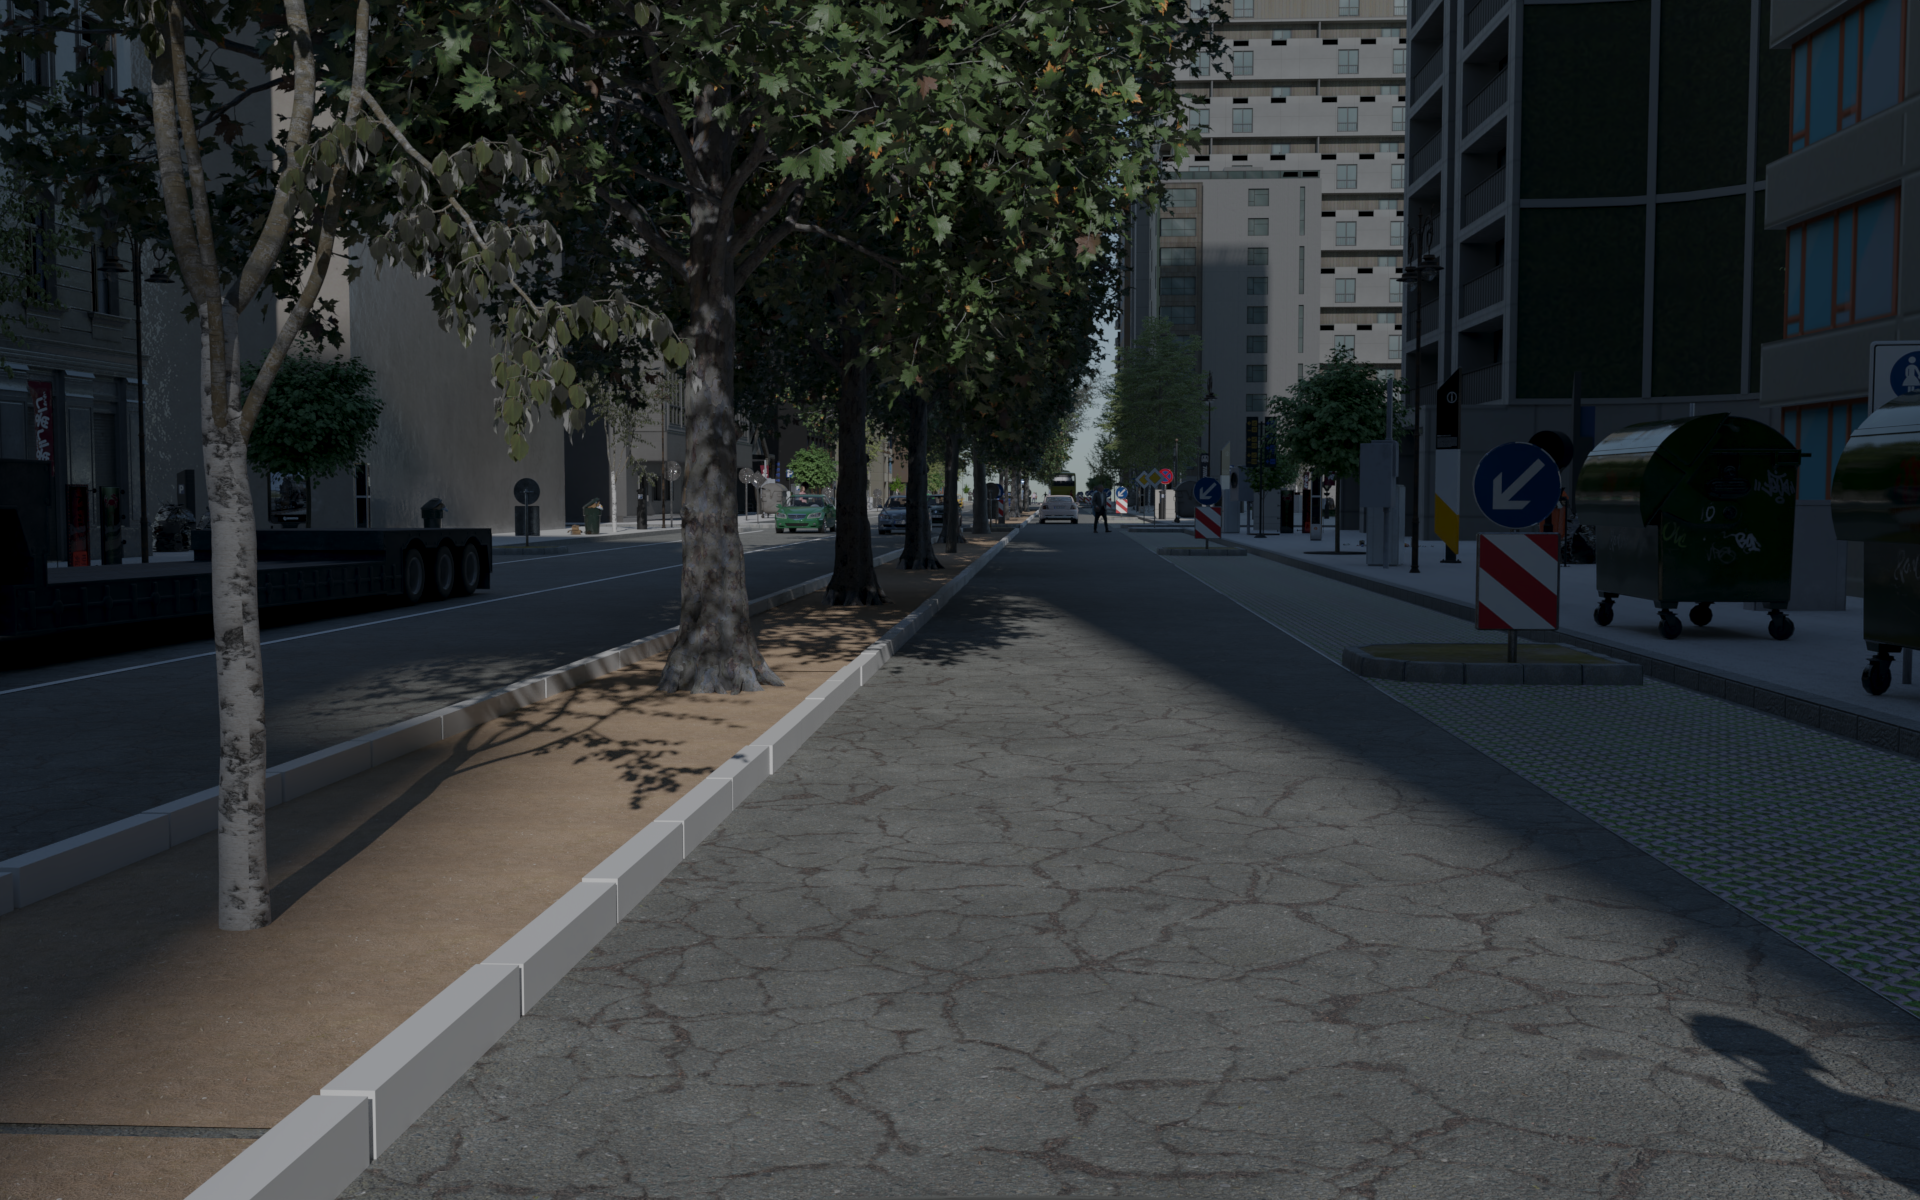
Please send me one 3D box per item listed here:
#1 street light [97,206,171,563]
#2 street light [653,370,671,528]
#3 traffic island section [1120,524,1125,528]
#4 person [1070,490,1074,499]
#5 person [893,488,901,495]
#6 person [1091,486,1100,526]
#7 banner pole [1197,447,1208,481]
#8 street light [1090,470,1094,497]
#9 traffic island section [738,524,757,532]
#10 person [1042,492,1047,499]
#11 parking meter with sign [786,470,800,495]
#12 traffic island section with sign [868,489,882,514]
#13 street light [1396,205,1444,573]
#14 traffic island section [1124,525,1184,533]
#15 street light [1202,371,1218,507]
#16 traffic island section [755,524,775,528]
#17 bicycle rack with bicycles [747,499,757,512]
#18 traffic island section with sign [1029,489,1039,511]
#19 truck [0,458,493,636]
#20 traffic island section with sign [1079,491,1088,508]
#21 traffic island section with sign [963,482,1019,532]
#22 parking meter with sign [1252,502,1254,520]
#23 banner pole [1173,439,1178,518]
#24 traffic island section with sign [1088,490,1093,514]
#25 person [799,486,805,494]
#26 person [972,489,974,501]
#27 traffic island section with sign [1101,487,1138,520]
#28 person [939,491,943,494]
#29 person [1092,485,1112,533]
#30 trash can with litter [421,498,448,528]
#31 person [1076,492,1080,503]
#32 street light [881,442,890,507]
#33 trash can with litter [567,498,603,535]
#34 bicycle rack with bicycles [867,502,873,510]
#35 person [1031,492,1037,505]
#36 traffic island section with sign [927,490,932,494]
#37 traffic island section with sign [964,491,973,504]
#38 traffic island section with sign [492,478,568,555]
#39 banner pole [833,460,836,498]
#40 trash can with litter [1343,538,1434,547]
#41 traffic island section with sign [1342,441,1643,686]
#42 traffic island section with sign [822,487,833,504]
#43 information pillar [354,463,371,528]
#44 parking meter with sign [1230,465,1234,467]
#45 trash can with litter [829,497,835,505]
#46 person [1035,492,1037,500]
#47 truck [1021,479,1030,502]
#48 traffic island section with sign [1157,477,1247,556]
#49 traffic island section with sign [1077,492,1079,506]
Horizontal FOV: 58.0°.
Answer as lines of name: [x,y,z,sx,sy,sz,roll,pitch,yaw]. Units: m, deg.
street light: [-13.334,-3.388,28.175,0.468,5.910,1.993,0,4,3]
street light: [-11.111,-5.627,64.788,0.468,5.910,1.993,0,4,3]
traffic island section: [7.820,-3.127,73.409,2.009,0.180,2.903,0,4,3]
person: [10.660,-9.591,165.246,0.705,1.831,1.348,1,4,12]
person: [-5.135,-8.152,141.153,0.474,1.900,0.648,2,4,31]
person: [6.032,-4.166,76.872,0.793,1.790,0.793,-1,4,-18]
banner pole: [12.983,-6.292,92.895,0.863,3.779,0.401,2,4,24]
street light: [23.162,-20.460,307.301,0.468,5.910,1.993,0,4,3]
traffic island section: [-9.145,-2.697,66.370,2.009,0.180,2.903,0,4,3]
person: [13.215,-15.850,267.658,1.348,1.822,0.705,-1,4,-11]
parking meter with sign: [-11.646,-7.722,122.522,0.543,3.016,1.738,-2,4,-35]
traffic island section with sign: [-5.886,-7.064,124.124,1.989,1.847,2.006,0,4,3]
street light: [7.403,-3.378,28.018,0.468,5.910,1.993,0,4,3]
traffic island section: [7.370,-2.639,65.436,2.009,0.180,2.903,0,4,3]
street light: [9.332,-5.631,64.847,0.468,5.910,1.993,0,4,3]
traffic island section: [-8.695,-3.184,74.342,2.009,0.180,2.903,0,4,3]
bicycle rack with bicycles: [-14.694,-6.632,121.813,2.925,0.926,2.852,2,4,31]
traffic island section with sign: [5.790,-8.581,148.441,2.006,1.907,1.989,0,4,3]
truck: [-8.572,-1.587,15.698,2.967,4.110,18.799,0,4,4]
traffic island section with sign: [13.138,-10.070,173.279,1.989,1.847,2.006,0,4,3]
traffic island section with sign: [1.138,-3.541,66.026,2.006,1.907,1.989,0,4,3]
parking meter with sign: [15.096,-5.589,87.649,0.543,3.016,1.738,1,4,17]
banner pole: [9.774,-5.422,78.670,0.401,3.779,0.863,0,4,-6]
traffic island section with sign: [10.269,-6.966,122.522,1.989,1.847,2.006,0,4,3]
person: [-7.732,-4.705,85.441,0.388,1.821,0.555,1,4,21]
person: [1.028,-6.743,118.762,0.388,1.821,0.555,0,4,2]
traffic island section with sign: [8.692,-5.261,94.640,1.989,1.847,2.006,0,4,3]
person: [-2.141,-11.143,190.788,1.348,1.812,0.705,1,4,17]
person: [5.238,-3.370,63.995,0.661,1.777,0.834,-3,4,-38]
trash can with litter: [-14.730,-2.233,47.896,0.624,1.170,1.055,2,4,28]
person: [17.966,-15.574,263.796,0.551,1.740,0.621,-1,4,-14]
street light: [-6.520,-10.745,148.468,0.468,5.910,1.993,0,4,3]
trash can with litter: [-11.819,-2.642,54.577,1.055,1.170,0.624,-2,4,-24]
bicycle rack with bicycles: [-8.486,-7.556,136.923,2.925,0.926,2.852,0,4,5]
person: [10.096,-13.906,236.795,0.756,1.711,0.436,1,4,18]
traffic island section with sign: [-3.116,-10.069,173.262,1.989,1.847,2.006,0,4,3]
traffic island section with sign: [1.555,-15.124,255.903,1.989,1.847,2.006,0,4,3]
traffic island section with sign: [-10.541,-2.021,41.673,1.989,1.847,2.006,0,4,3]
banner pole: [-8.529,-7.797,117.500,0.401,3.779,0.863,1,4,15]
trash can with litter: [10.386,-1.923,42.492,1.678,1.210,2.233,-2,4,-31]
traffic island section with sign: [4.147,-0.321,13.875,1.989,1.847,2.006,0,4,3]
traffic island section with sign: [-7.421,-5.402,96.944,1.989,1.847,2.006,0,4,3]
information pillar: [-14.308,-2.264,41.508,0.304,2.012,0.304,0,4,-6]
parking meter with sign: [16.287,-6.687,105.601,0.543,3.016,1.738,0,4,0]
trash can with litter: [-8.437,-6.373,115.581,1.055,1.170,0.624,3,5,43]
person: [13.222,-17.720,299.014,0.721,1.735,1.217,0,4,-6]
truck: [9.942,-17.892,282.291,2.967,4.110,18.799,0,4,3]
traffic island section with sign: [5.659,-1.967,40.788,1.989,1.847,2.006,0,4,3]
traffic island section with sign: [14.646,-11.719,200.238,1.989,1.847,2.006,0,4,3]
